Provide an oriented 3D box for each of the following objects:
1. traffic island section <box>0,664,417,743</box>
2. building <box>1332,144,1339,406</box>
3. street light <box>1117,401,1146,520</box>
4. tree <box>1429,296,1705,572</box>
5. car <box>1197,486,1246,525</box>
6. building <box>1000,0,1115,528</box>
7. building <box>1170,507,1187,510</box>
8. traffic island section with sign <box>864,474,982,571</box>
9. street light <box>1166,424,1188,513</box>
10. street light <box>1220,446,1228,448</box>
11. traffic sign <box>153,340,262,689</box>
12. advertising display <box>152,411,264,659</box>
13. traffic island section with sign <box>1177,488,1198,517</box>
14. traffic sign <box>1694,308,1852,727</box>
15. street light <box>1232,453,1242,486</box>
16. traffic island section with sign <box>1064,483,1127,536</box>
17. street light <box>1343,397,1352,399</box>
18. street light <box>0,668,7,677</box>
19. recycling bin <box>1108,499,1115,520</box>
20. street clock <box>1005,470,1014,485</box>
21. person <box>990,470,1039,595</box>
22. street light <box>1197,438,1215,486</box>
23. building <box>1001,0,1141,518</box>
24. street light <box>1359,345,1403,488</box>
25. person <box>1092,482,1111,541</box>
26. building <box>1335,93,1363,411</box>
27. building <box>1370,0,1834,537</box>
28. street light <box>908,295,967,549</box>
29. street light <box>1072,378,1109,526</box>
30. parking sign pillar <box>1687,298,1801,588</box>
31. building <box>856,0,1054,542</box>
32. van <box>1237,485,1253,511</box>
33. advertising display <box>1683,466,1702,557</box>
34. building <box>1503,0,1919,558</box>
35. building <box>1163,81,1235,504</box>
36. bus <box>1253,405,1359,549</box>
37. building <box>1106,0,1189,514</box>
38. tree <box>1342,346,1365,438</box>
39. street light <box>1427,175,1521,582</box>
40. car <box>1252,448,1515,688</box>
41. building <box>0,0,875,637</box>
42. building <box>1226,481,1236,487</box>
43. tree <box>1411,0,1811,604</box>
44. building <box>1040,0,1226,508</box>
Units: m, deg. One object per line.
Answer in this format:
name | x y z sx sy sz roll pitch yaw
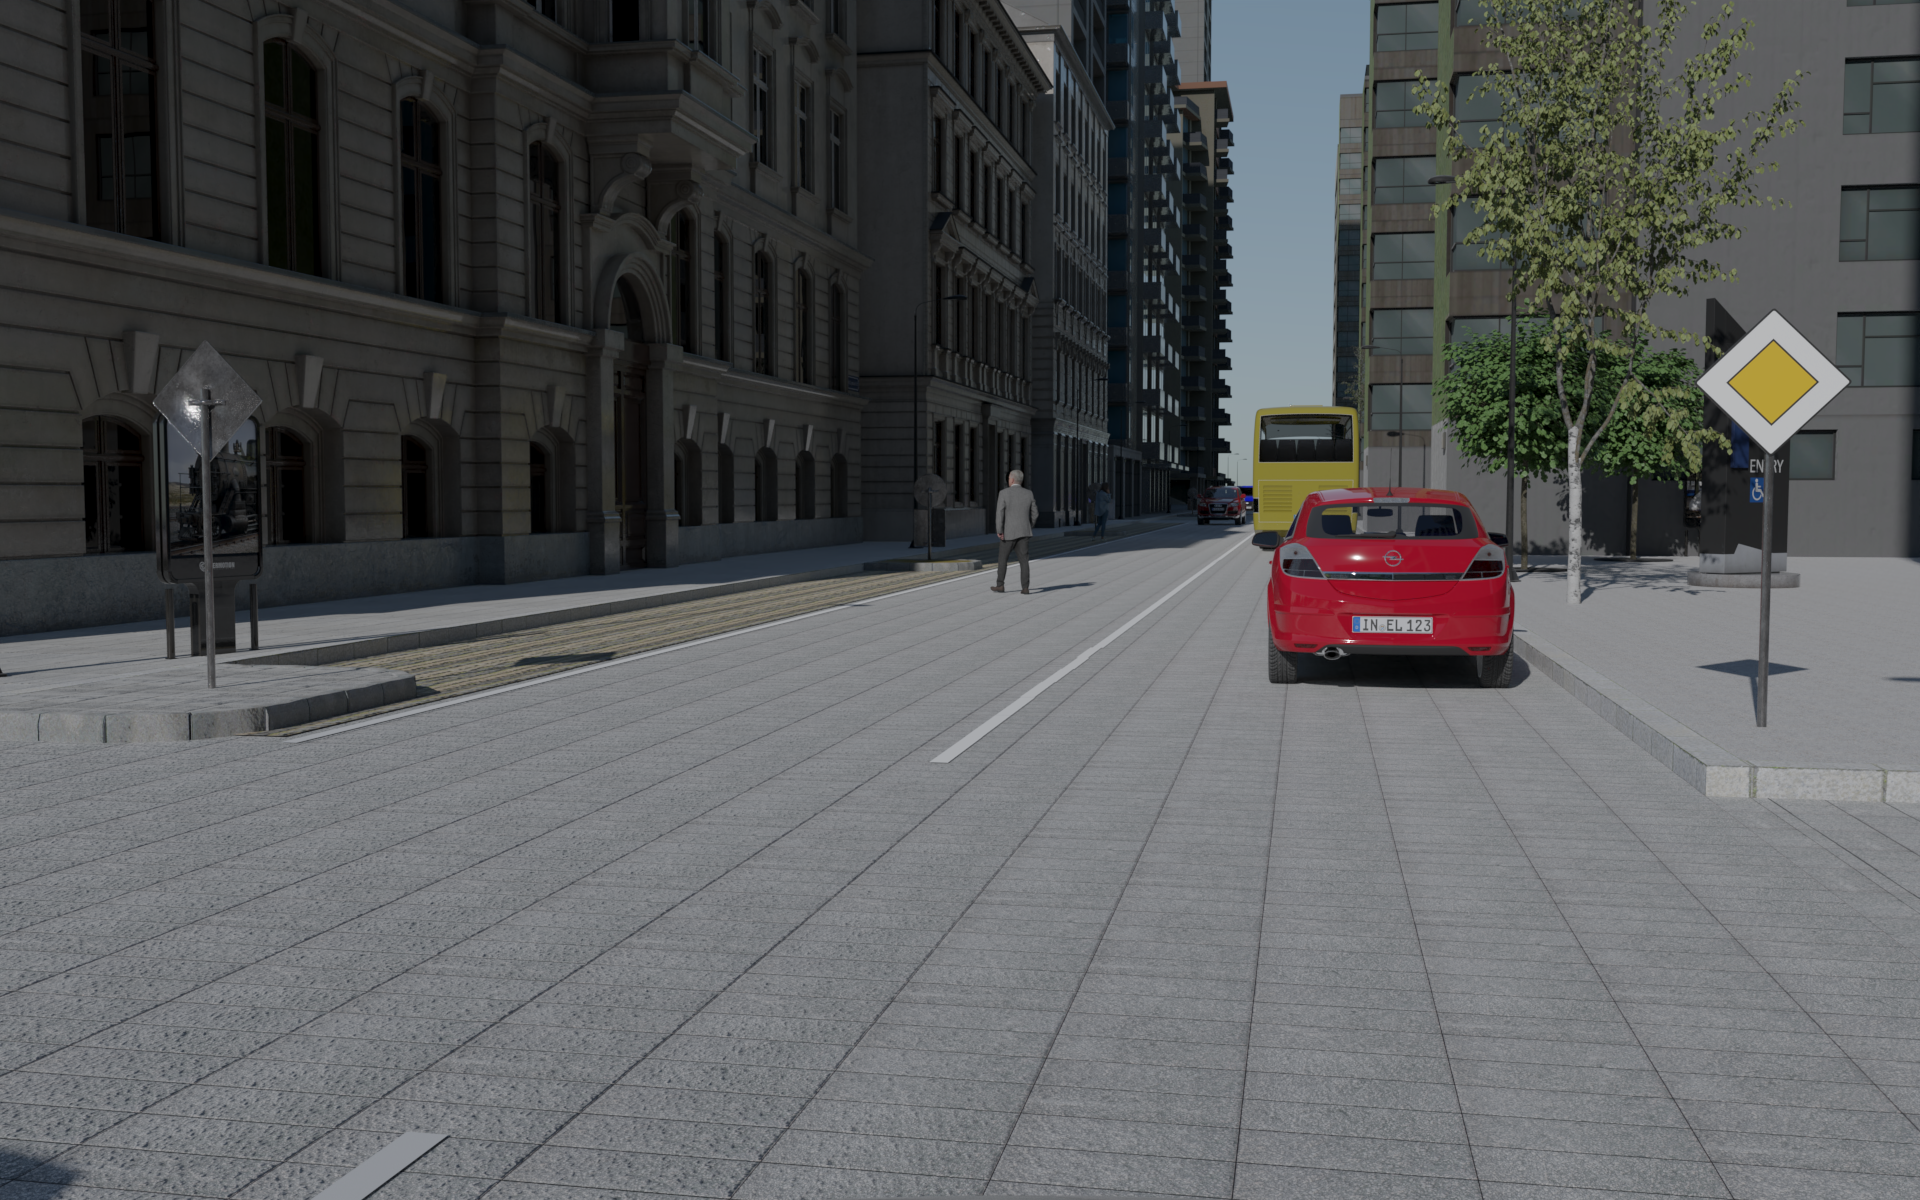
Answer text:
traffic island section | -4.963 0.663 11.442 2.009 0.180 2.903 1 4 11
building | 59.765 -36.848 226.169 21.300 48.544 21.600 1 4 11
street light | 8.596 -6.977 86.608 1.470 5.913 1.316 1 4 11
tree | 9.542 -2.766 28.946 4.285 4.588 4.351 0 3 0
car | 12.388 -4.471 81.773 2.281 1.827 5.304 1 4 13
building | 0.710 -13.754 74.023 9.793 20.994 18.267 1 4 11
building | 4.937 -28.046 150.431 32.217 40.220 23.993 1 4 11
traffic island section with sign | -0.632 -1.485 32.914 1.989 1.847 2.006 1 4 11
street light | 14.463 -8.734 115.346 1.470 5.913 1.316 1 4 11
street light | 25.415 -12.016 169.005 1.470 5.913 1.316 1 4 11
traffic sign | -4.938 -0.473 11.375 0.795 2.450 0.064 1 4 11
advertising display | -5.971 -0.525 13.801 0.123 1.923 0.974 1 4 23
traffic island section with sign | 14.765 -6.172 109.547 1.989 1.847 2.006 1 4 11
traffic sign | 4.415 -0.357 9.481 0.795 2.450 0.064 1 4 11
street light | 31.238 -13.811 198.351 1.470 5.913 1.316 1 4 11
traffic island section with sign | 4.671 -3.102 59.345 1.989 1.847 2.006 1 4 11
street light | 18.996 -6.745 82.827 1.470 5.913 1.316 1 4 11
street light | -6.345 -2.404 11.848 1.470 5.913 1.316 1 4 11
recycling bin | 7.303 -4.485 85.886 0.722 1.027 0.722 0 4 4
street clock | 1.624 -2.927 52.419 0.471 2.002 0.358 3 5 42
person | 0.761 -0.984 24.981 0.661 1.777 0.834 -2 4 -28
street light | 20.403 -10.537 144.824 1.470 5.913 1.316 1 4 11
building | -0.331 -40.245 96.265 20.563 71.187 20.611 1 4 11
street light | 13.202 -4.987 54.074 1.470 5.913 1.316 1 4 11
person | 4.272 -2.668 52.381 0.793 1.790 0.793 2 4 29
building | 46.107 -30.309 179.140 14.154 41.232 14.086 1 4 11
building | 22.069 -17.833 63.271 14.160 30.474 14.107 1 4 11
street light | -0.516 -4.166 40.653 1.470 5.913 1.316 1 4 11
street light | 5.242 -5.925 69.414 1.470 5.913 1.316 1 4 11
parking sign pillar | 10.955 -2.180 24.116 1.447 3.967 1.447 -2 4 -28
building | -3.621 -11.695 55.833 10.561 19.102 19.286 1 4 11
van | 19.922 -7.028 119.291 2.240 2.365 5.245 1 4 12
advertising display | 15.293 -1.843 35.351 0.974 1.923 0.123 1 4 10
building | 18.510 -16.477 41.100 14.160 30.474 14.107 1 4 11
building | 17.329 -32.309 182.879 22.147 44.769 28.867 1 4 11
bus | 9.535 -3.444 47.864 2.896 3.916 12.252 1 4 11
building | 3.820 -30.757 122.487 23.786 49.044 30.456 1 4 11
tree | 19.760 -7.875 79.119 4.360 8.622 3.978 0 3 0
street light | 7.506 -3.227 25.300 1.470 5.913 1.316 1 4 11
car | 3.497 -0.327 14.385 2.155 1.783 4.494 1 4 11
building | -10.936 -12.854 29.248 14.460 24.649 34.723 1 4 11
building | 20.617 -33.060 232.416 32.217 40.220 23.993 1 4 11
tree | 7.155 -4.246 19.786 4.737 8.622 4.395 0 3 0
building | 21.510 -46.998 206.665 20.563 71.187 20.611 1 4 11
